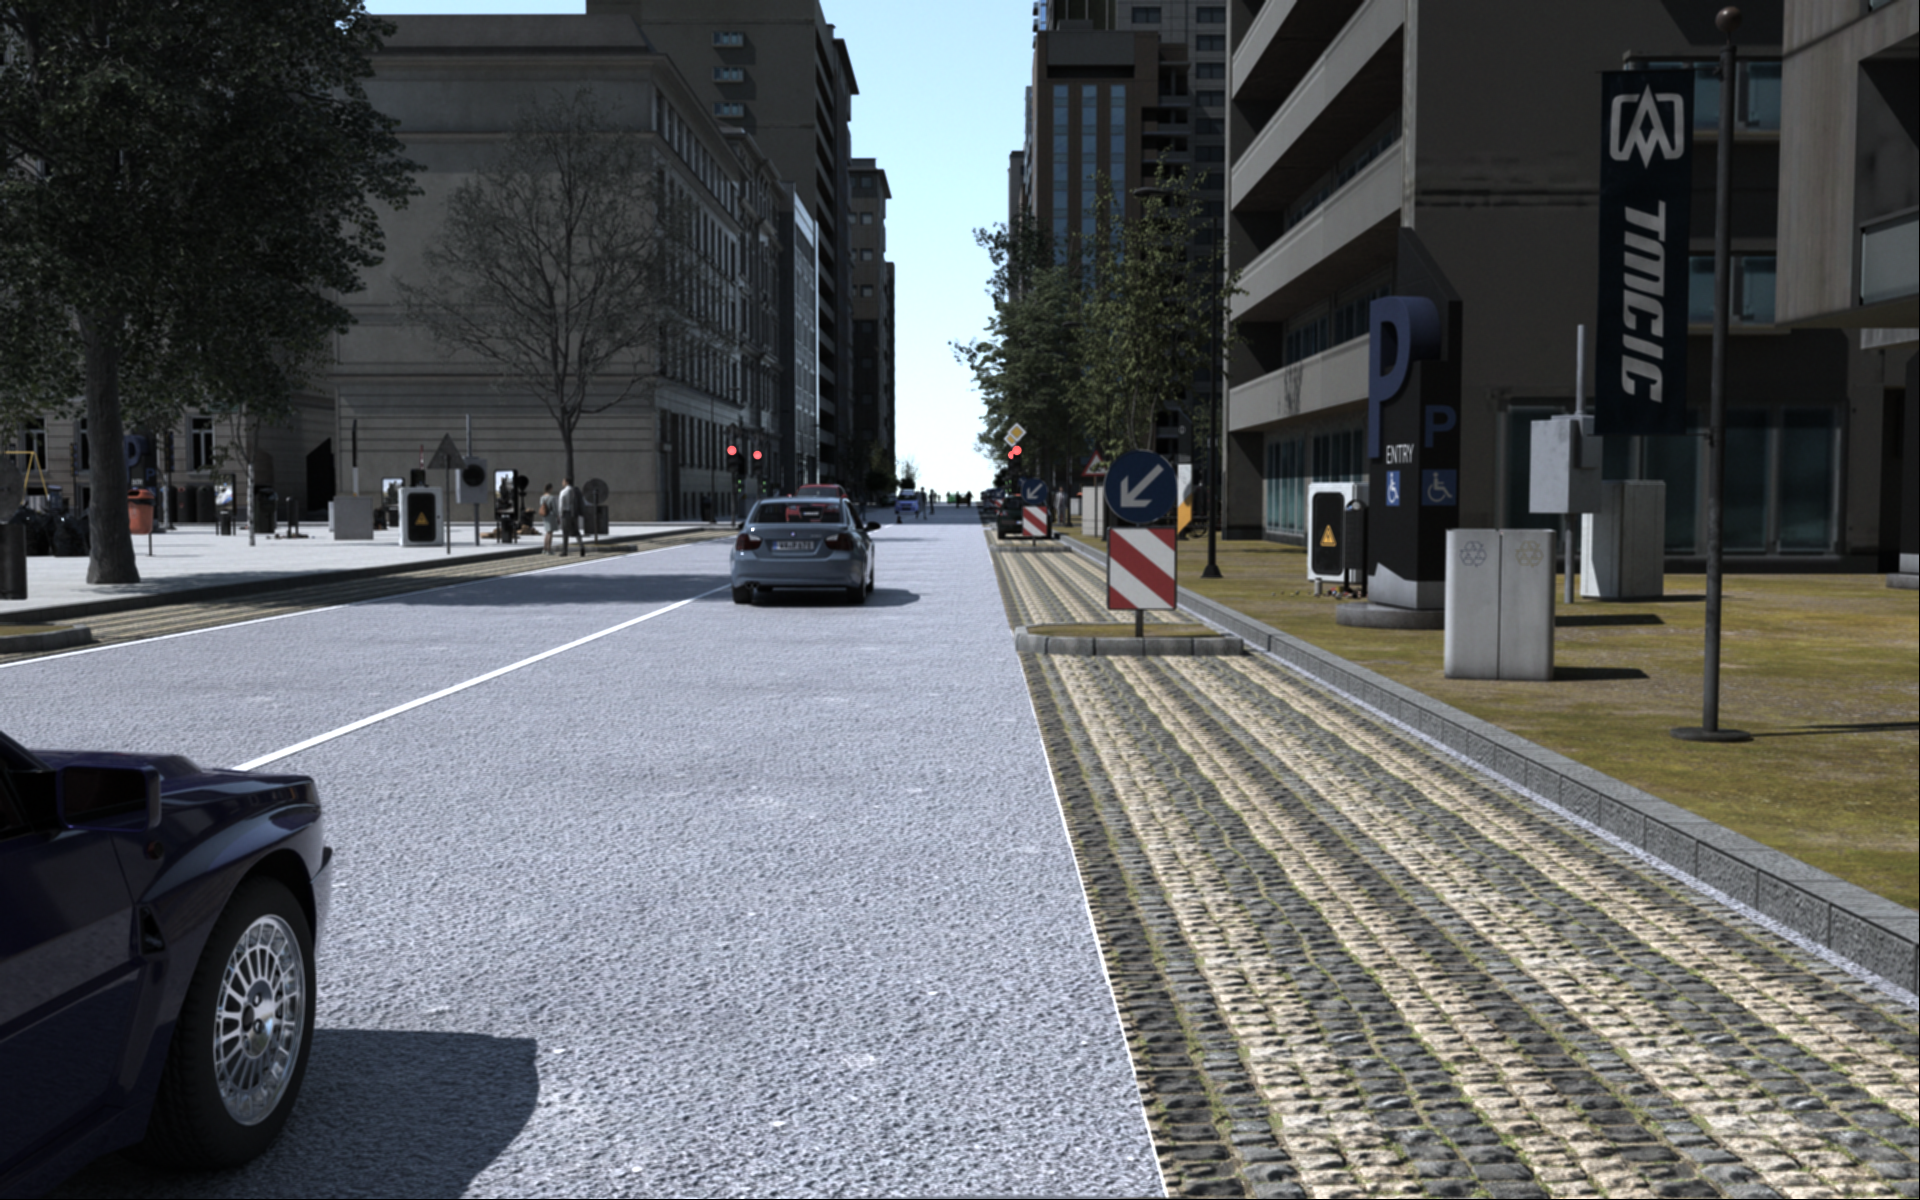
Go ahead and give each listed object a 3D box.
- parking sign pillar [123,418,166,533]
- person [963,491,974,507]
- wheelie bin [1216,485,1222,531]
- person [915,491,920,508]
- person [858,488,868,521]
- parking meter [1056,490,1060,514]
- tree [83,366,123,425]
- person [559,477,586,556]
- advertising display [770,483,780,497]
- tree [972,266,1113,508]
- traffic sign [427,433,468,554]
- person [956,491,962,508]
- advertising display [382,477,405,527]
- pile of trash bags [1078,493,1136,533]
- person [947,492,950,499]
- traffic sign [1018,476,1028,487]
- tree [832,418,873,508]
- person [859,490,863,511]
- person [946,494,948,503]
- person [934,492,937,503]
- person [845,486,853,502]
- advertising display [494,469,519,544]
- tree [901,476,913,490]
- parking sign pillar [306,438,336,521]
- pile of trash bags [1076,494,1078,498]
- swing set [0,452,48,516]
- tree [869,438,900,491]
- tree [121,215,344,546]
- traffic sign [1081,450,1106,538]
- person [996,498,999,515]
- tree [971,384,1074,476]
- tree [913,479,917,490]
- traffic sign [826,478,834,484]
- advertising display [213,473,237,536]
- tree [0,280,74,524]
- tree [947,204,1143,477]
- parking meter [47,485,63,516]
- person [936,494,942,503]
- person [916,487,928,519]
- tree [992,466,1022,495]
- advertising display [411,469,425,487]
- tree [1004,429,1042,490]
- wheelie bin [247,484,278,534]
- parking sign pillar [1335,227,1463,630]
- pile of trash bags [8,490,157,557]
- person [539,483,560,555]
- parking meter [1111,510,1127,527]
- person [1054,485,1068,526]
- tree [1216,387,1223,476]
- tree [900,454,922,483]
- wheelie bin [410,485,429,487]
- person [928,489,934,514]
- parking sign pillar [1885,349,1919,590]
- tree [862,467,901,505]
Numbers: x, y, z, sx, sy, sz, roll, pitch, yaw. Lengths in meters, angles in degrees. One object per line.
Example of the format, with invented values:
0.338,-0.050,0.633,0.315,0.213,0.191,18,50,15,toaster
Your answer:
-26.924,-4.185,56.903,1.447,3.967,1.447,3,4,38,parking sign pillar
0.966,-11.117,190.291,1.348,1.821,0.705,2,4,29,person
9.046,-3.177,59.853,0.980,1.594,0.693,-1,4,-13,wheelie bin
-3.593,-8.420,147.163,0.512,1.701,0.522,-1,4,-19,person
-5.159,-5.103,92.278,0.721,1.781,0.623,-3,5,-43,person
6.376,-6.308,111.549,0.372,1.533,0.369,0,3,0,parking meter
-30.239,-7.024,65.207,4.360,8.622,3.978,0,3,0,tree
-8.868,-1.898,39.631,0.850,1.850,0.679,3,5,42,person
-10.595,-5.754,99.289,0.123,1.923,0.974,1,4,21,advertising display
4.221,-10.287,86.315,7.486,12.596,7.792,0,3,0,tree
-10.911,-2.256,36.885,0.884,2.594,0.081,0,4,2,traffic sign
-0.157,-10.510,181.056,0.721,1.735,1.217,-2,4,-27,person
-22.034,-3.802,67.383,0.974,1.923,0.123,1,4,16,advertising display
4.908,-2.810,55.691,1.912,1.369,3.447,0,4,1,pile of trash bags
-1.620,-15.049,254.692,0.705,1.807,1.348,-2,4,-27,person
4.511,-7.609,124.516,0.768,2.556,0.104,0,4,4,traffic sign
-10.140,-13.115,164.793,4.360,8.622,3.978,0,3,0,tree
-8.472,-8.613,149.805,0.515,1.767,0.782,0,4,0,person
-1.846,-16.330,275.476,1.348,1.826,0.705,-2,4,-31,person
-3.940,-16.120,272.076,0.705,1.821,1.348,3,5,40,person
-6.285,-5.405,96.232,0.648,1.900,0.474,1,4,20,person
-11.800,-2.437,45.054,0.974,1.923,0.123,3,5,44,advertising display
-9.698,-15.614,239.005,4.285,4.588,4.351,0,3,0,tree
-30.617,-5.780,82.976,1.447,3.967,1.447,1,4,16,parking sign pillar
9.828,-6.935,123.147,3.447,1.369,1.912,2,4,29,pile of trash bags
-35.690,-4.059,63.980,3.119,2.851,2.862,0,3,0,swing set
-10.000,-16.596,221.706,4.737,8.622,4.395,0,3,0,tree
-17.523,-5.656,42.836,4.360,8.622,3.978,0,3,0,tree
4.009,-3.119,51.001,0.884,2.594,0.081,0,4,7,traffic sign
2.616,-6.577,116.004,0.580,1.828,0.573,-1,4,-12,person
5.132,-12.821,144.031,8.767,10.594,7.601,-1,4,-9,tree
-9.184,-19.423,301.286,4.285,4.588,4.351,0,3,0,tree
-10.203,-8.312,135.912,0.884,2.594,0.081,0,4,2,traffic sign
-22.783,-2.965,53.698,0.974,1.923,0.123,2,4,32,advertising display
-30.564,-6.412,55.192,4.737,8.622,4.395,0,3,0,tree
5.586,-15.626,111.372,12.611,20.169,13.585,0,3,0,tree
-25.043,-2.418,47.950,0.372,1.533,0.369,0,3,0,parking meter
-3.224,-15.602,266.847,1.065,1.426,0.557,0,4,4,person
-2.160,-5.489,98.126,0.818,1.842,0.514,3,5,45,person
5.145,-11.967,179.375,4.285,4.588,4.351,0,3,0,tree
-14.007,-2.422,44.808,0.123,1.923,0.974,0,4,-3,advertising display
5.851,-12.504,154.806,4.360,8.622,3.978,0,3,0,tree
-22.623,-2.960,56.298,0.693,1.594,0.980,3,4,37,wheelie bin
4.435,-1.741,16.931,1.447,3.967,1.447,0,4,-7,parking sign pillar
-18.185,-1.608,36.050,3.447,1.369,1.912,1,4,17,pile of trash bags
-9.665,-1.909,40.720,0.512,1.701,0.522,2,4,27,person
4.145,-2.420,45.275,0.399,1.863,0.255,-3,4,-39,parking meter
4.283,-3.917,72.820,0.678,1.792,0.850,0,4,8,person
16.892,-9.304,102.480,4.360,8.622,3.978,0,3,0,tree
-9.140,-22.026,310.478,4.360,8.622,3.978,0,3,0,tree
-18.320,-3.113,58.809,0.980,1.594,0.693,0,4,-2,wheelie bin
-2.104,-7.084,124.506,0.526,1.800,0.537,2,4,24,person
13.401,-2.138,23.430,1.447,3.967,1.447,-1,4,-10,parking sign pillar
-10.374,-14.974,228.534,4.285,4.588,4.351,0,3,0,tree
